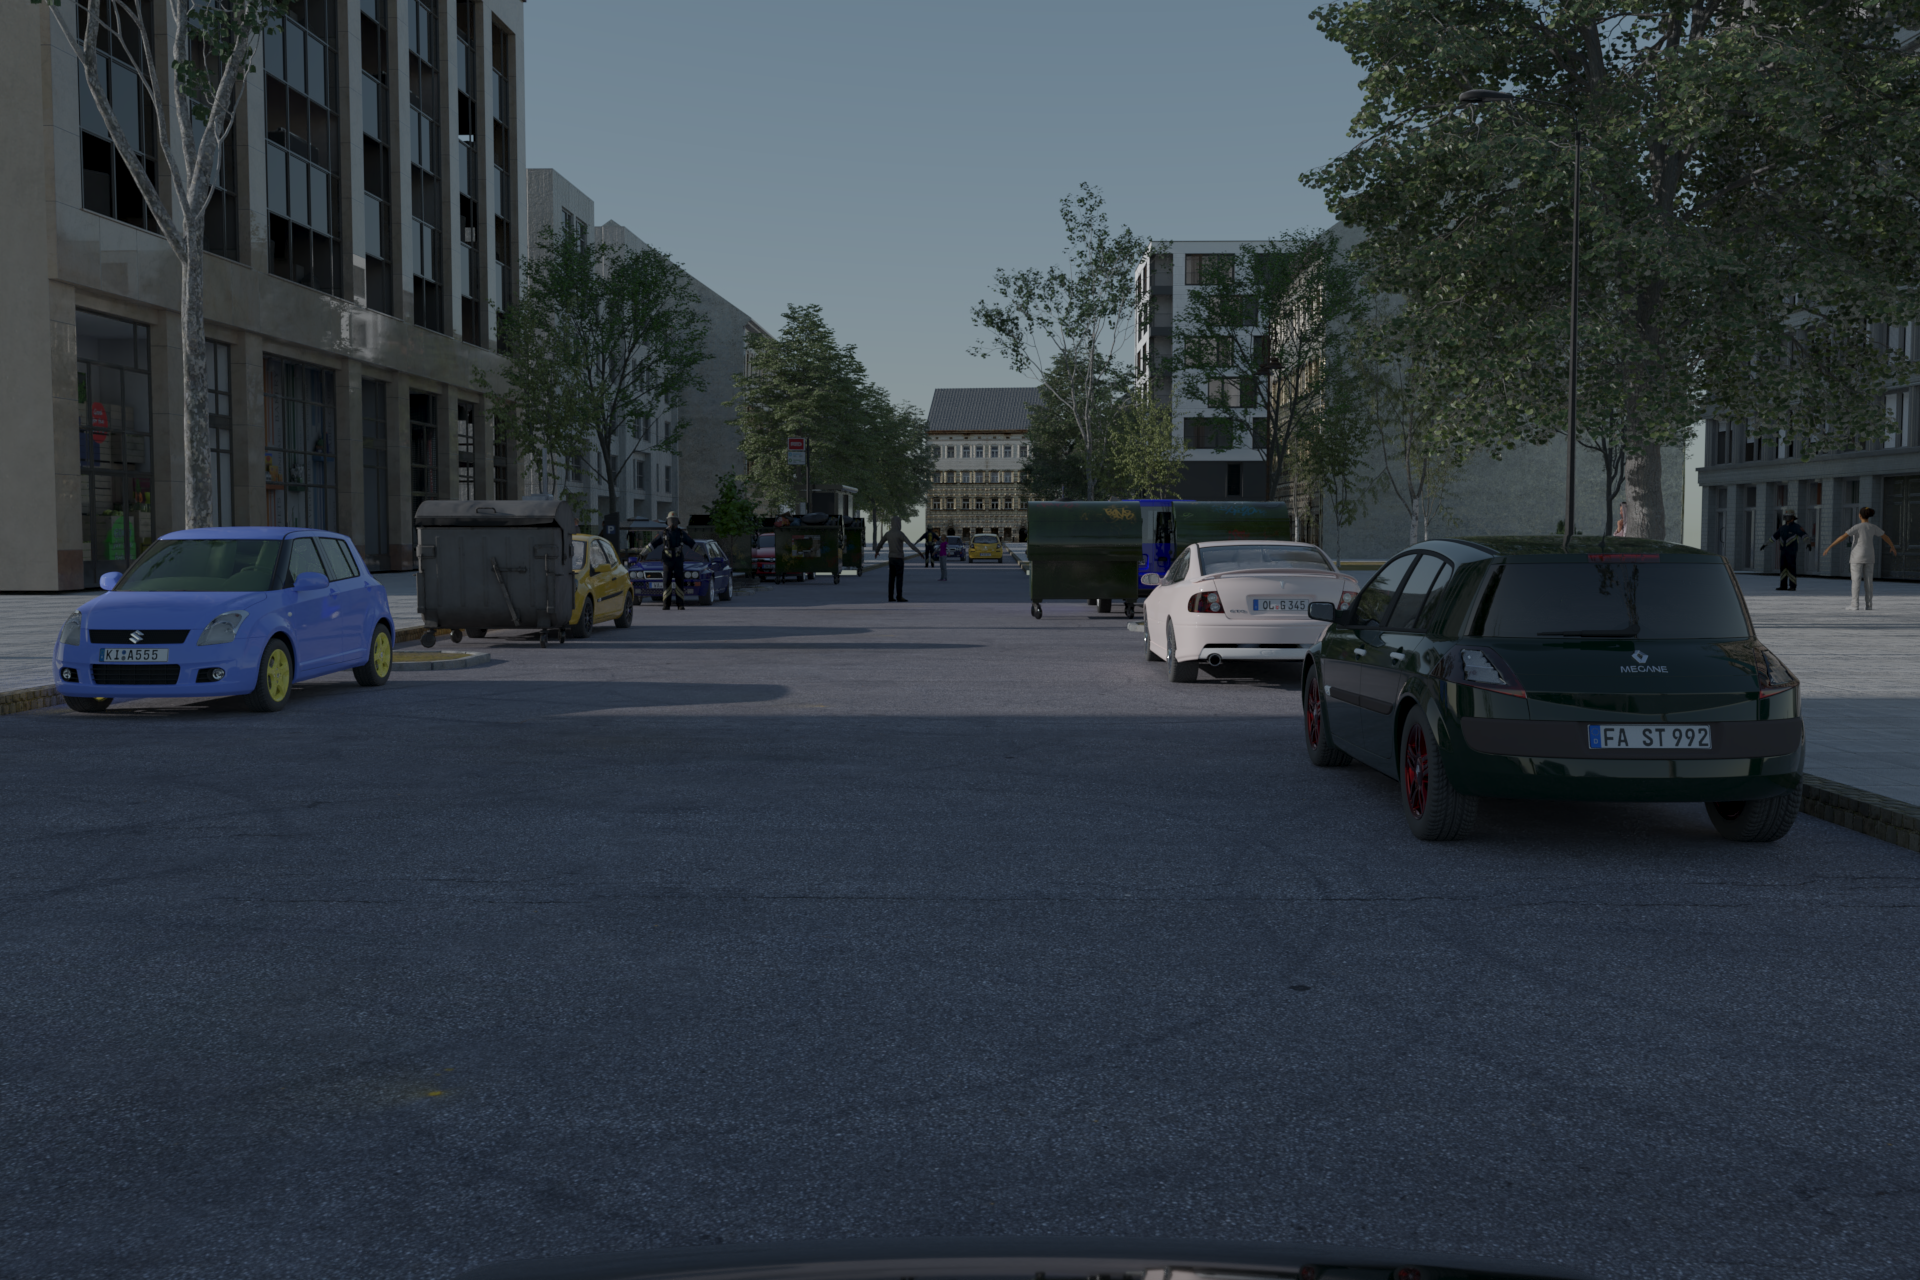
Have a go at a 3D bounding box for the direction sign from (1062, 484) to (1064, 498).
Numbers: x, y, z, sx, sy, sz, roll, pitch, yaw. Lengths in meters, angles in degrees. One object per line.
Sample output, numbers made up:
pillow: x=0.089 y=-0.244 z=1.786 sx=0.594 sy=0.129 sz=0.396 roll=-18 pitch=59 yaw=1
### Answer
direction sign: x=4.655 y=-5.287 z=78.434 sx=0.379 sy=3.537 sz=0.876 roll=0 pitch=3 yaw=0

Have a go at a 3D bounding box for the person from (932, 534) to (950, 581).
person: x=-0.561 y=-2.518 z=52.890 sx=0.599 sy=1.433 sz=0.991 roll=-2 pitch=4 yaw=-32

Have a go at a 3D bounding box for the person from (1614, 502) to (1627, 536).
person: x=9.480 y=-1.092 z=24.573 sx=0.621 sy=1.740 sz=0.551 roll=0 pitch=4 yaw=-5

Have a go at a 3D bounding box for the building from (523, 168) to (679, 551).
building: x=-27.595 y=-14.284 z=99.998 sx=16.747 sy=18.905 sz=31.486 roll=0 pitch=4 yaw=2

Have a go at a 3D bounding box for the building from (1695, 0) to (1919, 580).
building: x=28.580 y=-12.393 z=49.301 sx=8.464 sy=21.280 sz=15.925 roll=0 pitch=4 yaw=1

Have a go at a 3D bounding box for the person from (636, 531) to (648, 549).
person: x=-16.403 y=-5.058 z=88.966 sx=0.705 sy=1.796 sz=1.348 roll=1 pitch=4 yaw=12

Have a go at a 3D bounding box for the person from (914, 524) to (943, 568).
person: x=-1.295 y=-4.009 z=73.784 sx=1.354 sy=1.856 sz=0.705 roll=0 pitch=4 yaw=-6

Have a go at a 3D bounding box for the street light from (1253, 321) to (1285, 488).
street light: x=6.705 y=-3.970 z=37.698 sx=0.468 sy=5.910 sz=1.993 roll=0 pitch=4 yaw=1

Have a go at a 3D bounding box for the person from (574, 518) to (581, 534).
person: x=-11.434 y=-2.732 z=51.265 sx=0.434 sy=1.755 sz=0.990 roll=0 pitch=4 yaw=-5

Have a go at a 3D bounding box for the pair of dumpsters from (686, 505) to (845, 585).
pair of dumpsters: x=-5.544 y=-2.723 z=49.471 sx=4.436 sy=2.255 sz=1.574 roll=0 pitch=4 yaw=1

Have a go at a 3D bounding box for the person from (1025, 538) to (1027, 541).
person: x=4.038 y=-5.357 z=93.561 sx=0.705 sy=1.833 sz=1.349 roll=3 pitch=5 yaw=44

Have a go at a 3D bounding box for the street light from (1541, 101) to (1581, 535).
street light: x=7.000 y=-2.794 z=18.229 sx=1.470 sy=5.913 sz=1.316 roll=0 pitch=4 yaw=1

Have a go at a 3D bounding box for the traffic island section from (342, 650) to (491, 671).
traffic island section: x=-6.292 y=0.233 z=19.054 sx=1.991 sy=0.108 sz=1.994 roll=0 pitch=4 yaw=1

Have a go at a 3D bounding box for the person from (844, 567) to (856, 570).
person: x=-3.948 y=-3.440 z=62.426 sx=1.347 sy=1.806 sz=0.705 roll=2 pitch=4 yaw=28

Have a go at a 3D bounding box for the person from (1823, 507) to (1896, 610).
person: x=15.203 y=-1.374 z=29.240 sx=1.217 sy=1.739 sz=0.721 roll=0 pitch=4 yaw=1

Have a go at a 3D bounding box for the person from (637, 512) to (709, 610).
person: x=-5.413 y=-1.496 z=32.699 sx=1.354 sy=1.856 sz=0.705 roll=0 pitch=4 yaw=-8

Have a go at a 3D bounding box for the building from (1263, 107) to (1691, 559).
building: x=28.134 y=-16.310 z=97.596 sx=19.493 sy=23.208 sz=18.063 roll=0 pitch=4 yaw=2

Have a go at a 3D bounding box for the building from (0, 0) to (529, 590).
building: x=-29.239 y=-17.536 z=52.929 sx=22.709 sy=31.103 sz=35.509 roll=0 pitch=4 yaw=2

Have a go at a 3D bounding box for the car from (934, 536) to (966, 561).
car: x=-0.561 y=-4.896 z=92.638 sx=1.945 sy=1.354 sz=3.894 roll=0 pitch=4 yaw=2

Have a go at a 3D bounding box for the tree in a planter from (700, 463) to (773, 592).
tree in a planter: x=-5.795 y=-2.854 z=43.884 sx=1.991 sy=3.239 sz=1.994 roll=0 pitch=4 yaw=1

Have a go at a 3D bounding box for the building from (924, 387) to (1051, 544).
building: x=5.247 y=-25.979 z=258.148 sx=18.063 sy=23.208 sz=19.493 roll=1 pitch=4 yaw=9

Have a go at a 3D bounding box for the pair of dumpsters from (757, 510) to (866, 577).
pair of dumpsters: x=-5.404 y=-3.275 z=58.492 sx=4.436 sy=2.255 sz=1.574 roll=0 pitch=4 yaw=1

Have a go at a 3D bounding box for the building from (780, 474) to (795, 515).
building: x=-21.624 y=-15.063 z=188.429 sx=9.099 sy=9.664 sz=28.070 roll=0 pitch=4 yaw=0

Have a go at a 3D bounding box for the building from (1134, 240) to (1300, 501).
building: x=27.557 y=-17.918 z=136.932 sx=27.936 sy=21.610 sz=32.646 roll=0 pitch=4 yaw=1

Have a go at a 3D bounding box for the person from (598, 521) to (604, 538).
person: x=-13.922 y=-3.772 z=67.812 sx=0.704 sy=1.812 sz=1.346 roll=1 pitch=4 yaw=20

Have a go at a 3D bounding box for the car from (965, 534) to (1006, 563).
car: x=1.271 y=-4.652 z=86.290 sx=2.015 sy=1.641 sz=3.980 roll=0 pitch=4 yaw=1

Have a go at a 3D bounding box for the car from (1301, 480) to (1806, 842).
car: x=3.002 y=0.020 z=9.466 sx=2.009 sy=1.686 sz=4.222 roll=0 pitch=4 yaw=1

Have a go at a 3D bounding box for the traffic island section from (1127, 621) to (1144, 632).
traffic island section: x=3.530 y=-0.197 z=26.080 sx=1.991 sy=0.108 sz=1.994 roll=0 pitch=4 yaw=2

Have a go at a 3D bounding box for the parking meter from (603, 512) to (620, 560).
parking meter: x=-9.121 y=-2.424 z=45.337 sx=0.399 sy=1.863 sz=0.255 roll=0 pitch=4 yaw=1

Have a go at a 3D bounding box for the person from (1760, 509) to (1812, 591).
person: x=18.713 y=-2.035 z=39.147 sx=0.704 sy=1.845 sz=1.351 roll=-2 pitch=4 yaw=-24

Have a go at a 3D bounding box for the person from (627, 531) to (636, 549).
person: x=-18.303 y=-5.536 z=96.742 sx=0.704 sy=1.802 sz=1.346 roll=1 pitch=4 yaw=20

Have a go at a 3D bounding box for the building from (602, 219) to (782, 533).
building: x=-24.105 y=-18.322 z=130.485 sx=19.493 sy=23.208 sz=18.063 roll=0 pitch=4 yaw=1

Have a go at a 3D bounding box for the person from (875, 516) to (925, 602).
person: x=-1.329 y=-1.712 z=36.579 sx=1.348 sy=1.813 sz=0.705 roll=3 pitch=4 yaw=38

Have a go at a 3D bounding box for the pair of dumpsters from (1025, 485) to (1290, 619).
pair of dumpsters: x=3.322 y=-1.503 z=29.518 sx=4.436 sy=2.255 sz=1.574 roll=0 pitch=4 yaw=1

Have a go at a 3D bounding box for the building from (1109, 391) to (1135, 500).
building: x=27.500 y=-22.851 z=204.536 sx=19.493 sy=23.208 sz=18.063 roll=0 pitch=4 yaw=1

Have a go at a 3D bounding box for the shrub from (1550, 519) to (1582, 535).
shrub: x=27.186 y=-4.493 z=77.875 sx=1.690 sy=2.028 sz=1.600 roll=0 pitch=3 yaw=0

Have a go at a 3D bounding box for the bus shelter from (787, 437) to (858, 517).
bus shelter: x=-5.933 y=-5.921 z=74.440 sx=2.179 sy=5.291 sz=8.768 roll=0 pitch=4 yaw=3

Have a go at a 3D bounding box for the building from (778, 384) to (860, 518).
building: x=-22.081 y=-21.592 z=219.493 sx=16.747 sy=18.905 sz=31.486 roll=0 pitch=4 yaw=1

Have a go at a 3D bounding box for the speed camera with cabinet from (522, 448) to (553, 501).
speed camera with cabinet: x=-9.726 y=-2.833 z=40.649 sx=0.660 sy=3.252 sz=2.038 roll=0 pitch=4 yaw=2
